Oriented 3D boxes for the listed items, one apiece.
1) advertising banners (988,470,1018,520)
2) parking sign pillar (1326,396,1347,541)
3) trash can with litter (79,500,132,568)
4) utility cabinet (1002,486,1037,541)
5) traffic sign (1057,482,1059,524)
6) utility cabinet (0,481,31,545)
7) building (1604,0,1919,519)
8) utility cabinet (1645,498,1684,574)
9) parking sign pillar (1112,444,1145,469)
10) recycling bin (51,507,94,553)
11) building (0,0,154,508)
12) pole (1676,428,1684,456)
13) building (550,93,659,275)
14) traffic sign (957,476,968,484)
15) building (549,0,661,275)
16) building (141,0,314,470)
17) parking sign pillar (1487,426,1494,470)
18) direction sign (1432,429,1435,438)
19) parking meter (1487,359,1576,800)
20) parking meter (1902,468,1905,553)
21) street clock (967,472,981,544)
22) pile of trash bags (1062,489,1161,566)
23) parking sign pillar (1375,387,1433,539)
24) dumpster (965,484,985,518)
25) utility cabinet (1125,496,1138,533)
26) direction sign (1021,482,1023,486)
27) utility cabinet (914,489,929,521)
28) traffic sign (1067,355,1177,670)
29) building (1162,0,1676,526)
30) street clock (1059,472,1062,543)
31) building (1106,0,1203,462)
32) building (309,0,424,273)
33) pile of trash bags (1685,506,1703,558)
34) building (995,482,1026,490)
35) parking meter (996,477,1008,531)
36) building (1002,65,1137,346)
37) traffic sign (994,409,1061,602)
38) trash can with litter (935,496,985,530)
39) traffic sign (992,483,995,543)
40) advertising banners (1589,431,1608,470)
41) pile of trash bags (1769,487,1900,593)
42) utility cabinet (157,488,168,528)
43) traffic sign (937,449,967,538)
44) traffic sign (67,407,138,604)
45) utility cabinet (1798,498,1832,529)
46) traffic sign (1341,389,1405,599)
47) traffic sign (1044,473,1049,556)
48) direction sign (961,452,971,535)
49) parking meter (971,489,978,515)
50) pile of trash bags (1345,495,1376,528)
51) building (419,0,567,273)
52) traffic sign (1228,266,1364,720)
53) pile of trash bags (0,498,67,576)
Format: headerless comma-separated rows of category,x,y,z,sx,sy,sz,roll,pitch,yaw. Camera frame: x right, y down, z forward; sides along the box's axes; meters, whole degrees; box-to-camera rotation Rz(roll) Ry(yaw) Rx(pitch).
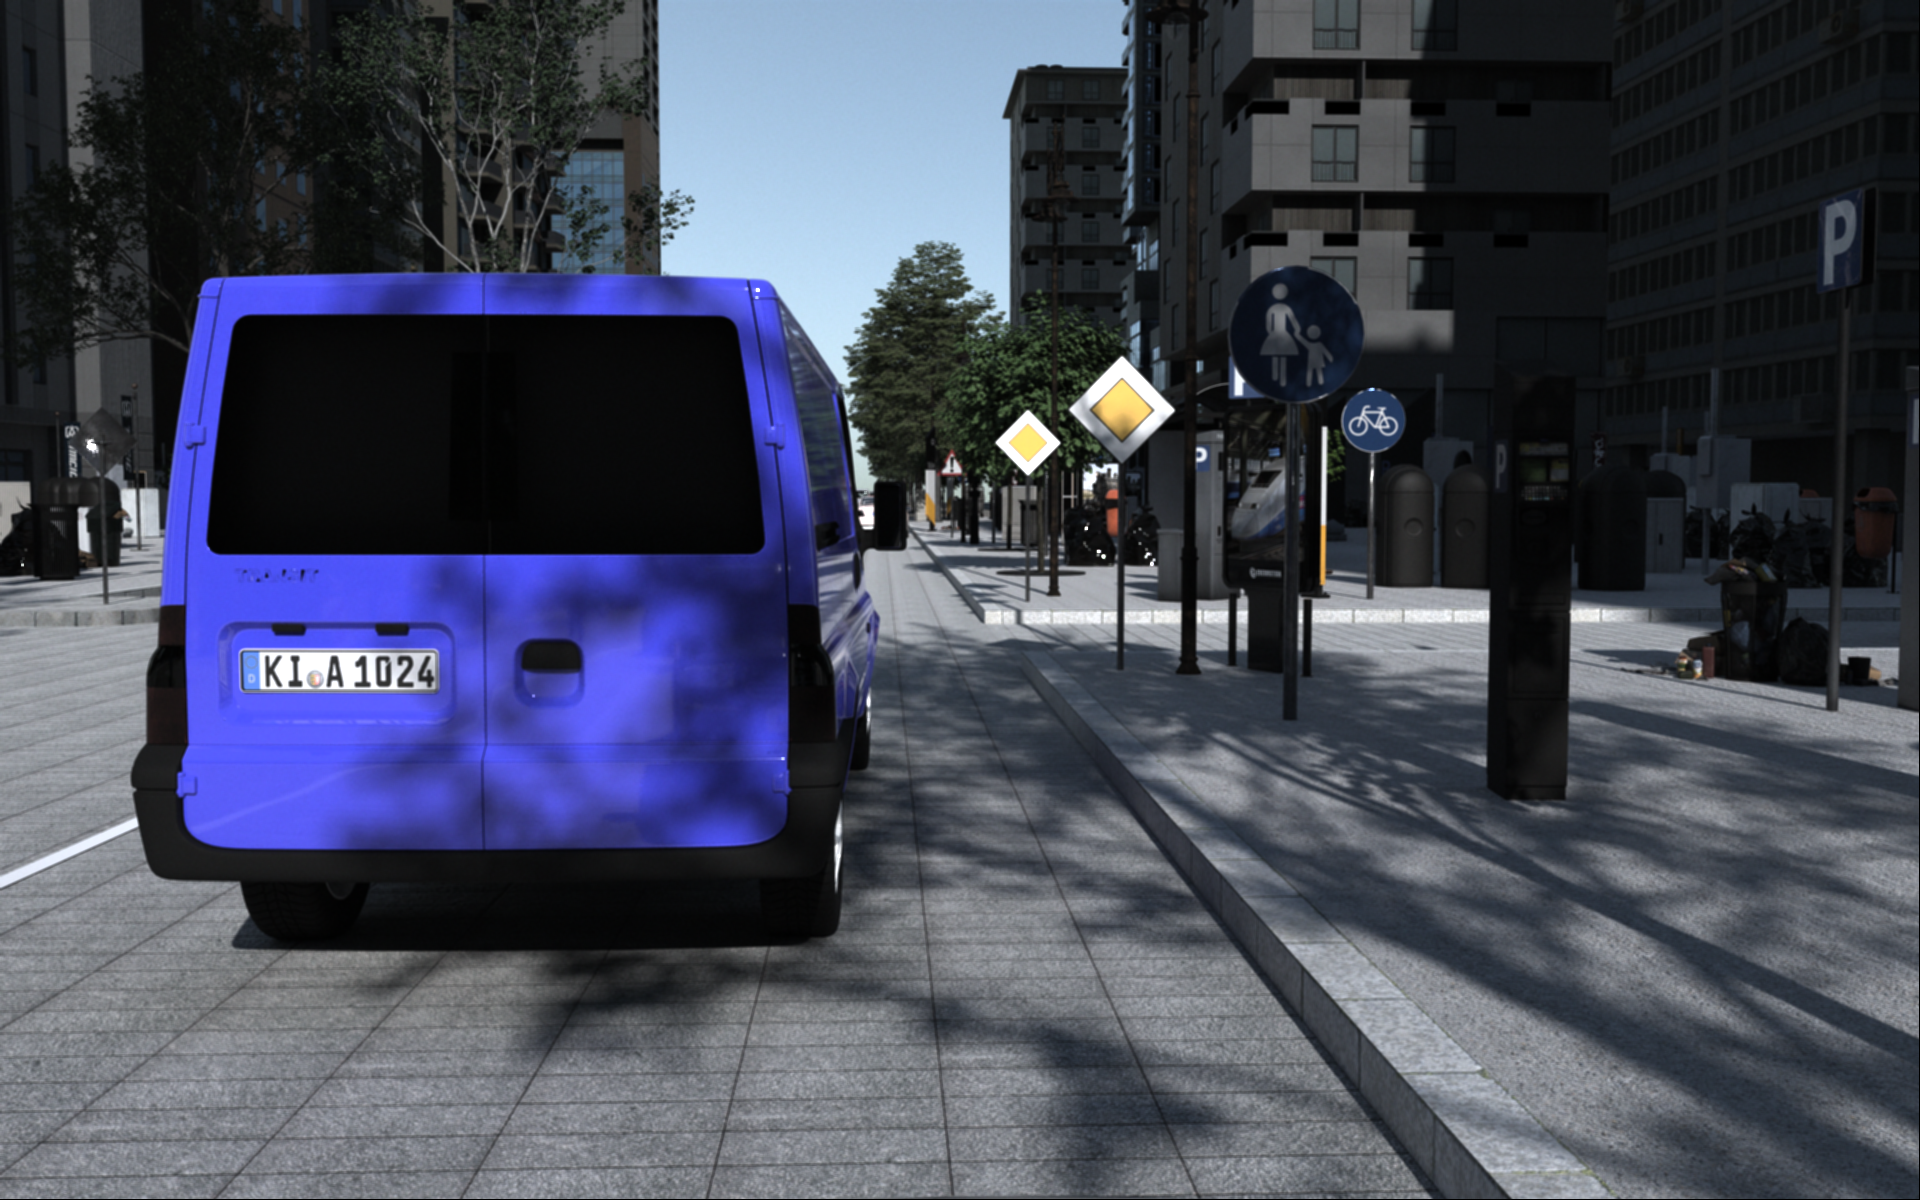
advertising banners,2.190,-5.500,86.106,0.090,3.025,2.074,-3,5,-45
parking sign pillar,9.907,-3.611,47.512,1.447,3.967,1.447,-1,4,-22
trash can with litter,-15.067,-1.156,30.291,0.624,1.170,1.055,1,4,11
utility cabinet,1.665,-2.355,47.184,1.173,1.500,0.318,3,5,44
traffic sign,2.061,-2.249,36.770,0.884,2.594,0.081,0,4,4
utility cabinet,-16.823,-1.312,30.133,1.173,1.500,0.318,-2,4,-29
building,34.659,-21.933,50.488,23.993,40.220,32.217,0,4,-3
utility cabinet,11.228,-1.044,28.234,1.020,1.237,0.306,2,4,26
parking sign pillar,6.621,-4.872,68.130,1.447,3.967,1.447,0,4,-4
recycling bin,-16.847,-1.253,33.039,0.722,1.027,0.722,0,4,-5
building,-38.203,-30.755,44.851,21.231,58.520,28.212,0,4,-3
pole,22.312,-3.663,53.737,0.158,3.312,0.155,0,3,0
building,-42.241,-33.506,197.938,14.600,45.320,14.200,0,4,-3
traffic sign,0.231,-5.208,85.256,0.768,2.556,0.104,0,4,2
building,-45.775,-47.491,214.725,20.563,71.187,20.611,0,4,-3
building,-37.308,-25.955,74.477,14.600,45.320,14.200,0,4,-3
parking sign pillar,15.418,-3.695,48.882,1.447,3.967,1.447,-1,4,-17
direction sign,16.165,-4.199,60.644,0.876,3.537,0.379,2,4,25
parking meter,2.418,-0.100,7.346,0.255,1.863,0.399,0,4,3
parking meter,18.310,-1.681,33.201,0.399,1.863,0.255,2,4,32
street clock,0.372,-2.429,44.285,0.358,2.002,0.471,1,4,21
pile of trash bags,2.863,-1.375,32.241,1.912,1.369,3.447,0,4,5
parking sign pillar,11.171,-3.358,43.382,1.447,3.967,1.447,-2,4,-27
dumpster,0.746,-5.479,95.348,1.264,1.857,1.865,0,4,-3
utility cabinet,4.484,-2.145,46.232,0.306,1.237,1.020,0,4,-6
direction sign,2.389,-4.556,66.484,0.379,3.537,0.876,-1,4,-9
utility cabinet,-1.561,-4.470,81.757,1.173,1.500,0.318,-2,4,-25
traffic sign,1.167,-0.547,12.579,0.795,2.450,0.064,0,4,-3
building,24.982,-30.158,82.325,28.713,52.752,27.495,0,4,-3
street clock,2.742,-2.475,45.044,0.471,2.002,0.358,0,4,8
building,21.706,-50.702,141.642,22.319,86.520,31.000,0,4,-3
building,-46.595,-25.277,105.168,32.217,40.220,23.993,0,4,-3
pile of trash bags,15.594,-1.478,33.913,1.912,1.369,3.447,-1,4,-11
building,19.110,-24.238,241.333,27.650,21.520,28.899,0,4,-3
parking meter,1.478,-3.364,60.714,0.399,1.863,0.255,0,4,4
building,20.449,-38.086,211.951,28.713,52.752,27.495,0,4,-3
traffic sign,0.803,-1.034,20.556,0.795,2.450,0.064,0,4,-3
trash can with litter,-0.132,-3.161,62.739,1.678,1.210,2.233,-1,4,-15
traffic sign,0.878,-2.752,45.108,0.768,2.556,0.104,0,4,7
advertising banners,18.408,-3.166,47.948,2.074,3.025,0.090,0,4,-2
pile of trash bags,11.928,-0.862,23.847,1.912,1.369,3.447,0,4,2
utility cabinet,-30.109,-3.447,65.044,0.318,1.500,1.173,2,4,29
traffic sign,-0.232,-3.072,50.230,0.884,2.594,0.081,0,4,2
traffic sign,-9.931,-1.006,20.087,0.795,2.450,0.064,0,4,-3
utility cabinet,14.428,-1.119,29.456,0.306,1.237,1.020,0,4,-7
traffic sign,5.005,-1.282,21.061,0.768,2.556,0.104,0,4,2
traffic sign,1.786,-2.178,35.723,0.768,2.556,0.104,0,4,1
direction sign,0.297,-3.809,54.267,0.379,3.537,0.876,2,4,33
parking meter,0.789,-5.148,92.585,0.372,1.533,0.369,0,3,0
pile of trash bags,14.510,-3.474,66.550,1.912,1.369,3.447,3,5,42
building,-42.345,-29.175,131.631,22.147,44.769,28.867,0,4,-3
traffic sign,1.878,-0.592,9.783,0.768,2.556,0.104,0,4,-2
pile of trash bags,-15.274,-1.062,27.112,1.912,1.369,3.447,-1,4,-10
